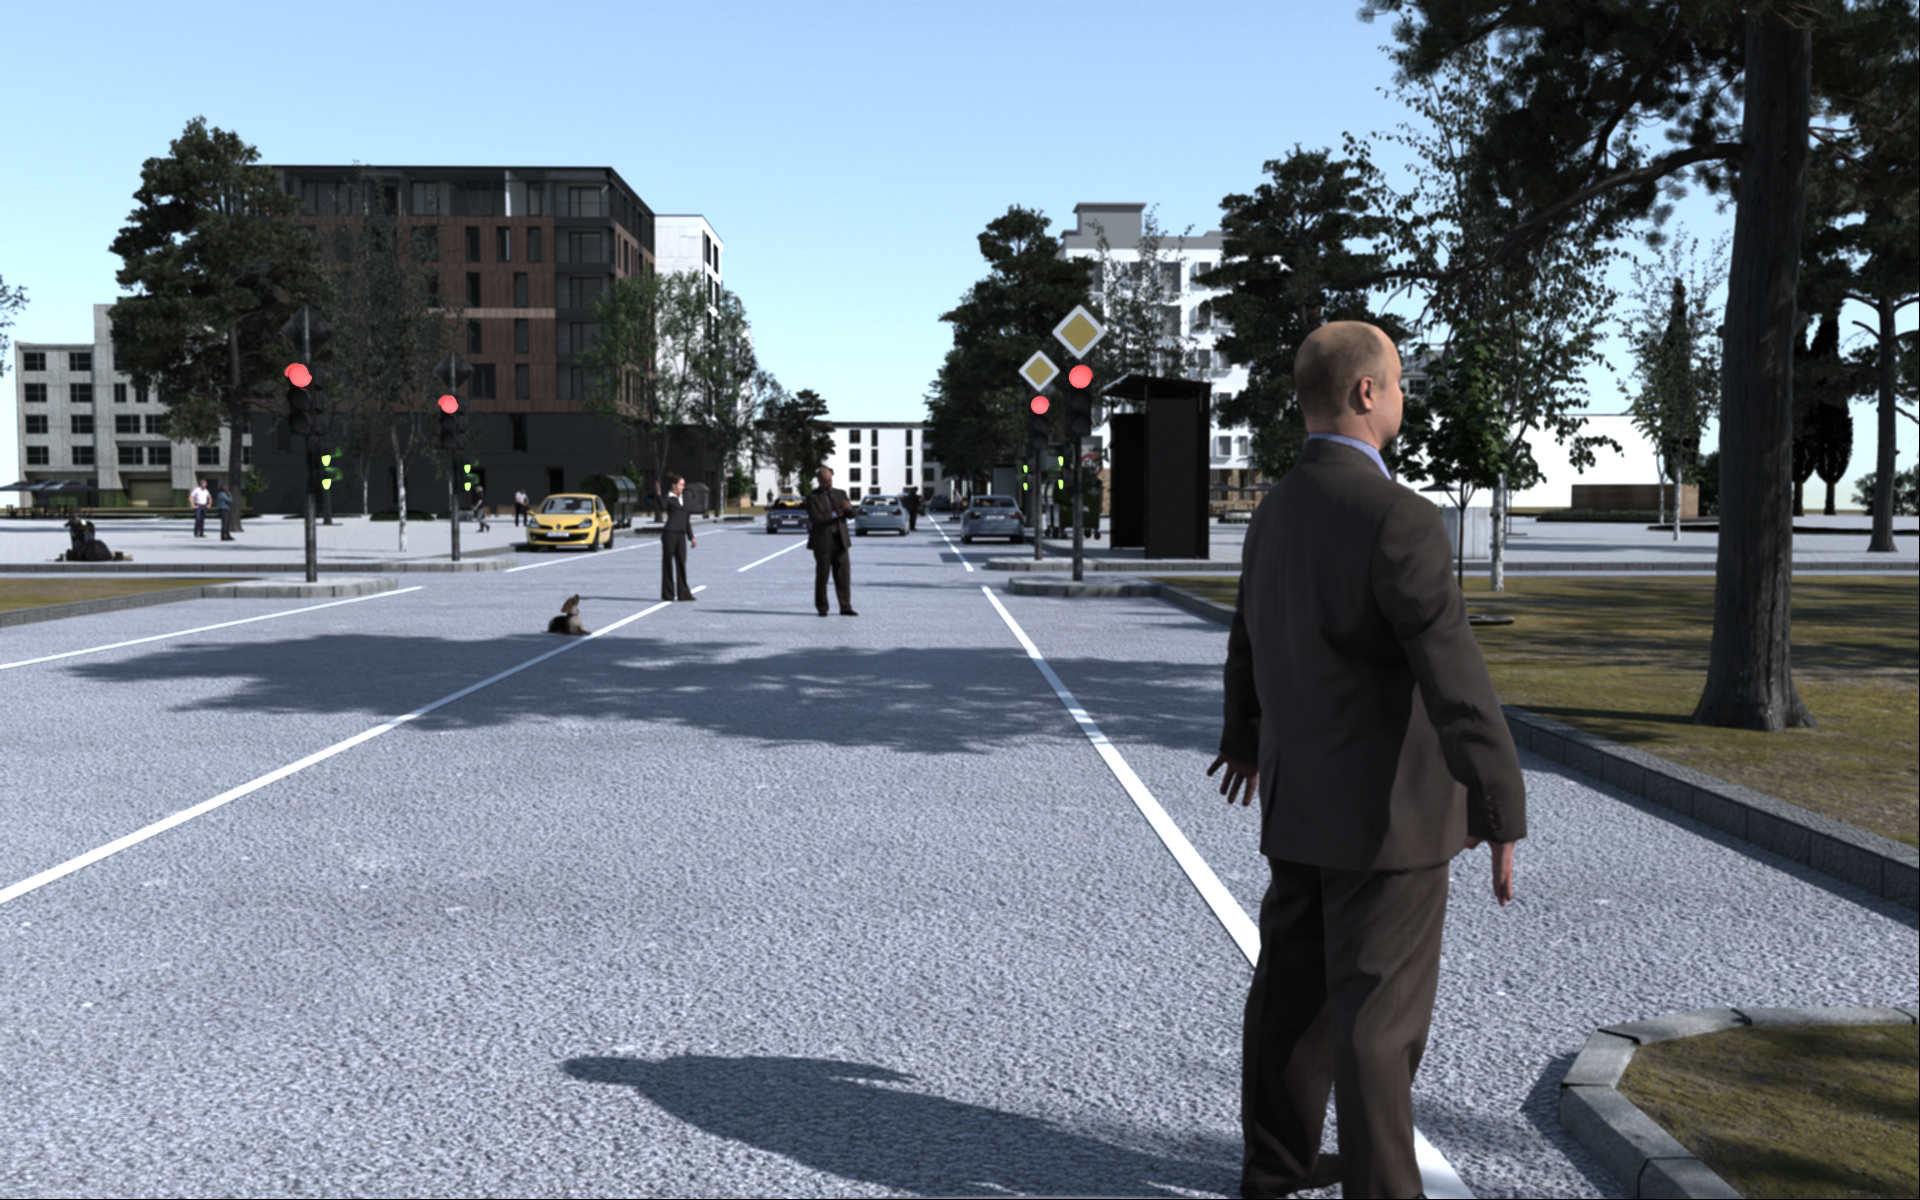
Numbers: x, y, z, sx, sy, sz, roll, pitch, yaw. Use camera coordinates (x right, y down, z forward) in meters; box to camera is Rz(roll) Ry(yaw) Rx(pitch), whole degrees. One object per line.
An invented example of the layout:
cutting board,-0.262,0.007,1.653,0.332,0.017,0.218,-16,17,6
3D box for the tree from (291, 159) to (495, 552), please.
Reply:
tree,-12.451,-5.370,38.160,4.360,8.622,3.978,0,3,0

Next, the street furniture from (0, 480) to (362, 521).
street furniture,-46.840,-5.242,90.732,27.439,1.986,14.083,1,4,9

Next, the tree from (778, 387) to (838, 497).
tree,-15.698,-15.507,175.592,6.751,12.117,7.091,0,3,0

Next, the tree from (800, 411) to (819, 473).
tree,-16.395,-13.737,159.017,7.601,10.594,8.767,1,4,16

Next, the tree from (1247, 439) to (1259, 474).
tree,12.617,-4.999,65.447,4.285,4.588,4.351,0,3,0

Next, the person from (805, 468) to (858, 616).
person,-1.486,-0.681,20.323,0.600,1.739,0.565,3,4,37

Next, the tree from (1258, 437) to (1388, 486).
tree,13.356,-4.698,60.520,4.285,4.588,4.351,0,3,0

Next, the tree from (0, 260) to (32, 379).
tree,-29.787,-6.892,47.102,8.767,10.594,7.601,-1,4,-21

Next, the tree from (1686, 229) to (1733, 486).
tree,20.072,-5.952,47.672,4.360,8.622,3.978,0,3,0

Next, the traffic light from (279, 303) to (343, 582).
traffic light,-9.438,-2.195,25.138,0.839,4.213,0.868,0,4,-2

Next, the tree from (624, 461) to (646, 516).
tree,-19.323,-6.539,101.514,1.663,3.219,1.824,0,3,0

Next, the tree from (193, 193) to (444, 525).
tree,-26.140,-9.826,71.028,12.009,13.543,11.850,0,3,0

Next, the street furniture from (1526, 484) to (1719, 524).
street furniture,29.814,-4.466,79.875,11.010,1.723,9.812,-3,5,-43

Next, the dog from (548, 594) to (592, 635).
dog,-4.001,0.141,17.891,0.550,0.427,0.748,0,4,2

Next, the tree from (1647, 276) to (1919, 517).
tree,49.126,-12.274,102.497,18.604,14.587,13.155,-1,4,-20

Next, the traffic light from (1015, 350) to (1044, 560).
traffic light,1.500,-2.703,33.440,0.839,4.213,0.868,0,4,-2

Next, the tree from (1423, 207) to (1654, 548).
tree,13.195,-5.546,41.038,4.737,8.622,4.395,0,3,0

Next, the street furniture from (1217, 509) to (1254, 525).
street furniture,15.891,-3.546,73.597,10.072,0.657,5.734,1,4,15

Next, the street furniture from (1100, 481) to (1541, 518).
street furniture,20.818,-5.710,98.389,27.439,1.986,14.083,0,4,-5

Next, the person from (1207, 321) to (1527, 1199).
person,0.779,0.348,3.359,0.434,1.755,0.990,-1,4,-17

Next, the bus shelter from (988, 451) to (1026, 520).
bus shelter,2.450,-5.558,84.790,2.014,3.302,5.546,0,4,-2

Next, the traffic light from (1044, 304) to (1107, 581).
traffic light,1.718,-2.215,25.458,0.839,4.213,0.868,0,4,-2

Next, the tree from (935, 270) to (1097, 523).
tree,2.636,-9.185,75.936,9.928,11.665,9.643,0,3,0

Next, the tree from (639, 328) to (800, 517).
tree,-13.404,-9.818,94.935,8.767,10.594,7.601,0,4,-7

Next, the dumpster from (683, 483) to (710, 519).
dumpster,-13.666,-5.130,89.635,1.264,1.857,1.865,0,4,-1

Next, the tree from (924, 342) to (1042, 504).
tree,1.667,-10.097,99.495,7.601,10.594,8.767,0,4,-5

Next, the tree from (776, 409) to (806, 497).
tree,-15.549,-12.261,150.833,4.360,8.622,3.978,0,3,0

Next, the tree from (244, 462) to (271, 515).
tree,-42.820,-6.736,104.741,1.663,3.219,1.824,0,3,0

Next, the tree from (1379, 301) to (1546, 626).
tree,5.098,-1.391,17.352,1.663,3.219,1.824,0,3,0

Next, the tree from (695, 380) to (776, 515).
tree,-14.322,-9.469,105.177,4.360,8.622,3.978,0,3,0

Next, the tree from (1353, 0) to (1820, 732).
tree,4.467,-5.341,9.385,6.751,12.117,7.091,0,3,0

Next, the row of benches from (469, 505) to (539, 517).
row of benches,-25.049,-4.914,95.802,4.104,0.672,1.422,-2,4,-28

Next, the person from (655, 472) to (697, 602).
person,-3.780,-0.836,22.965,0.445,1.727,0.742,0,4,6

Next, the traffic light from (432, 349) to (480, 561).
traffic light,-9.657,-2.683,33.120,0.839,4.213,0.868,0,4,-2

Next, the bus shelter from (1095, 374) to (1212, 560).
bus shelter,4.052,-2.794,36.967,1.731,3.624,6.357,0,4,-2

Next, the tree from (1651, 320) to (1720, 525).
tree,29.029,-7.396,71.295,4.737,8.622,4.395,0,3,0

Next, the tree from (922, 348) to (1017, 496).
tree,0.635,-12.805,127.490,7.486,12.596,7.792,0,3,0

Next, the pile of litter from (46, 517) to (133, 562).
pile of litter,-16.691,-1.178,33.227,1.719,0.858,1.176,2,4,28

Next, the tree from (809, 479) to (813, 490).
tree,-16.162,-11.608,184.388,1.663,3.219,1.824,0,3,0

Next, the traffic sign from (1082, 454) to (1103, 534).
traffic sign,4.114,-3.332,54.584,0.768,2.556,0.104,0,4,6

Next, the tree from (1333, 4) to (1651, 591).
tree,7.011,-4.411,22.484,4.360,8.622,3.978,0,3,0

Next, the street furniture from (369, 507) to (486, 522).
street furniture,-26.392,-4.270,85.434,5.734,0.657,10.072,-1,4,-14

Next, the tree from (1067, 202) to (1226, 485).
tree,4.432,-5.770,44.697,4.360,8.622,3.978,0,3,0

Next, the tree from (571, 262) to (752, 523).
tree,-13.287,-9.231,76.683,9.928,11.665,9.643,0,3,0

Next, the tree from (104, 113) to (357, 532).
tree,-24.292,-9.209,57.986,7.806,13.903,7.818,0,3,0
